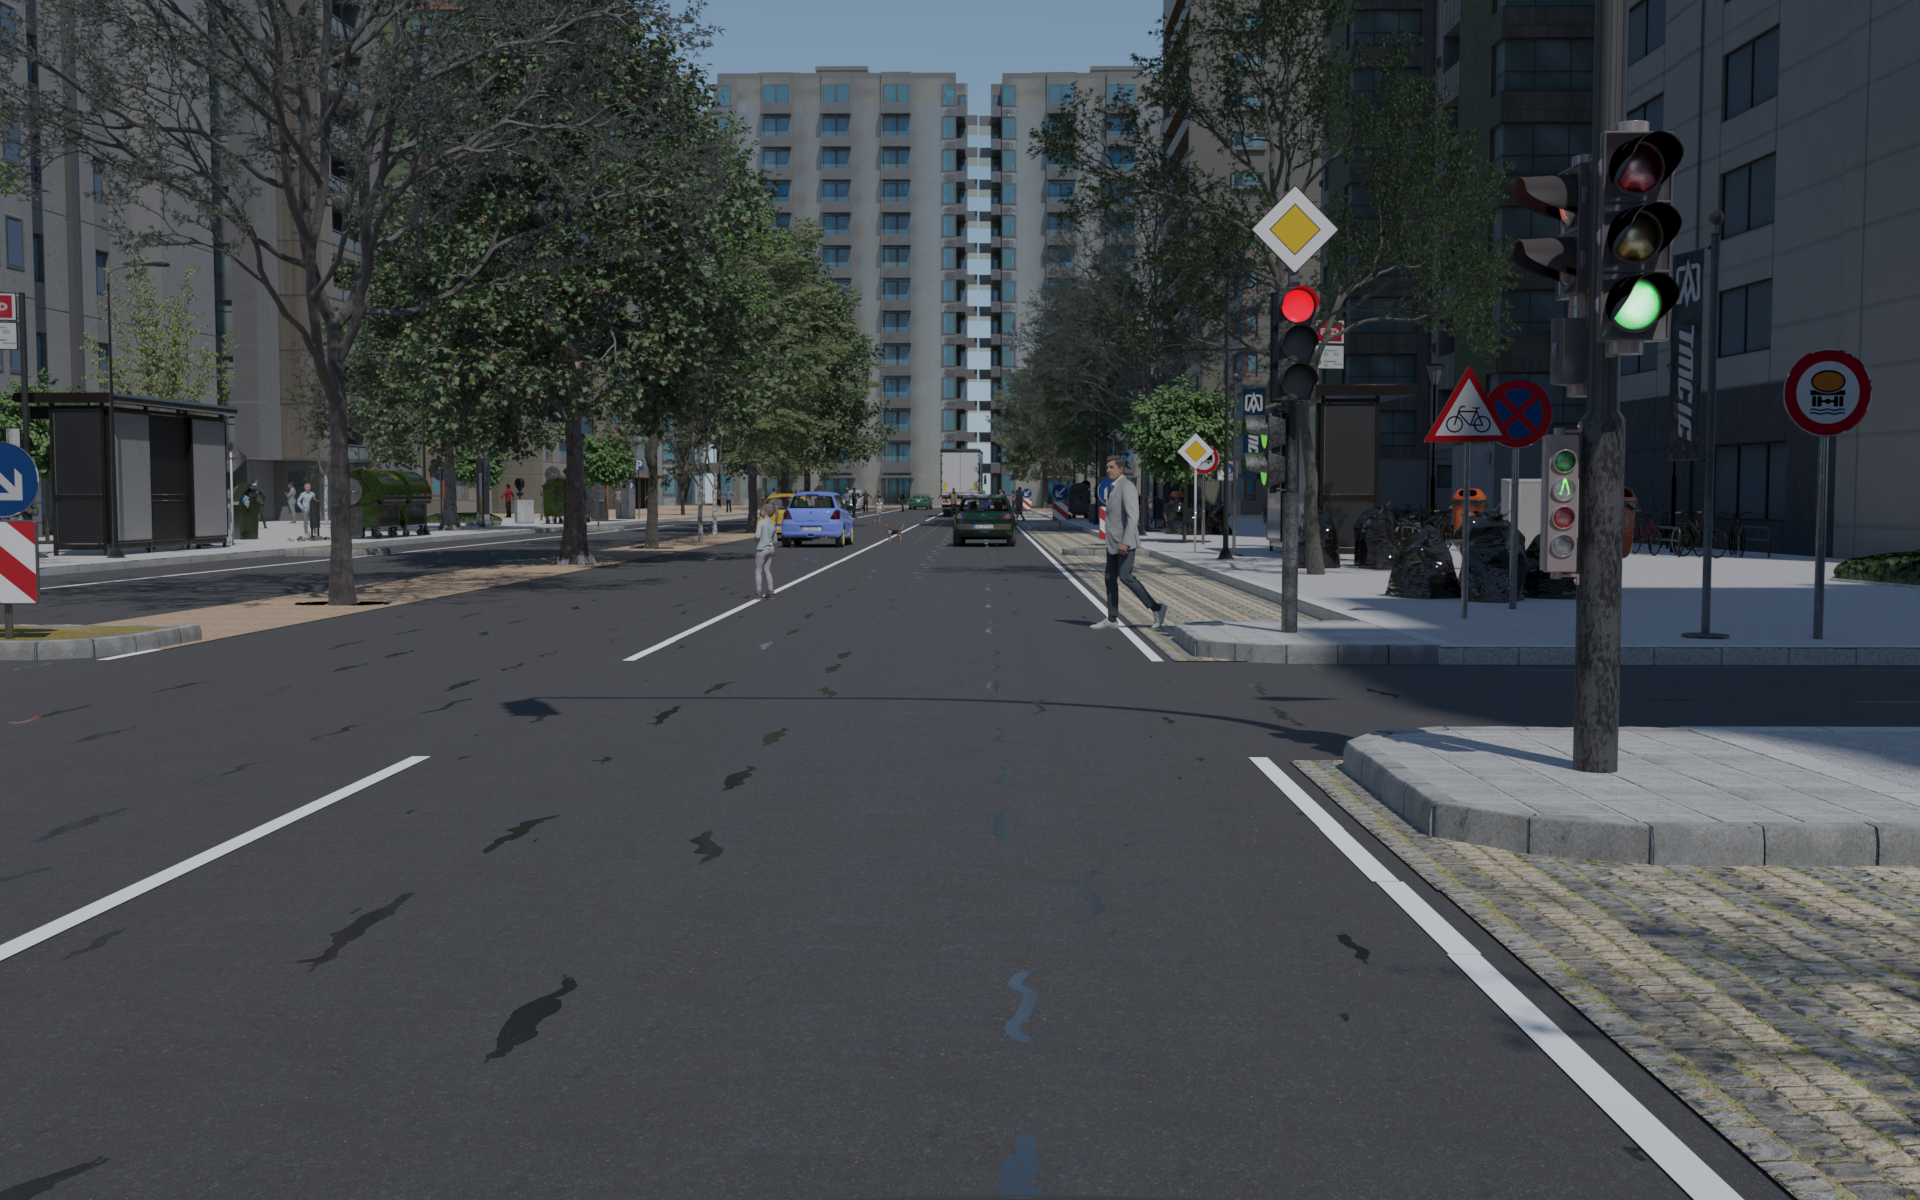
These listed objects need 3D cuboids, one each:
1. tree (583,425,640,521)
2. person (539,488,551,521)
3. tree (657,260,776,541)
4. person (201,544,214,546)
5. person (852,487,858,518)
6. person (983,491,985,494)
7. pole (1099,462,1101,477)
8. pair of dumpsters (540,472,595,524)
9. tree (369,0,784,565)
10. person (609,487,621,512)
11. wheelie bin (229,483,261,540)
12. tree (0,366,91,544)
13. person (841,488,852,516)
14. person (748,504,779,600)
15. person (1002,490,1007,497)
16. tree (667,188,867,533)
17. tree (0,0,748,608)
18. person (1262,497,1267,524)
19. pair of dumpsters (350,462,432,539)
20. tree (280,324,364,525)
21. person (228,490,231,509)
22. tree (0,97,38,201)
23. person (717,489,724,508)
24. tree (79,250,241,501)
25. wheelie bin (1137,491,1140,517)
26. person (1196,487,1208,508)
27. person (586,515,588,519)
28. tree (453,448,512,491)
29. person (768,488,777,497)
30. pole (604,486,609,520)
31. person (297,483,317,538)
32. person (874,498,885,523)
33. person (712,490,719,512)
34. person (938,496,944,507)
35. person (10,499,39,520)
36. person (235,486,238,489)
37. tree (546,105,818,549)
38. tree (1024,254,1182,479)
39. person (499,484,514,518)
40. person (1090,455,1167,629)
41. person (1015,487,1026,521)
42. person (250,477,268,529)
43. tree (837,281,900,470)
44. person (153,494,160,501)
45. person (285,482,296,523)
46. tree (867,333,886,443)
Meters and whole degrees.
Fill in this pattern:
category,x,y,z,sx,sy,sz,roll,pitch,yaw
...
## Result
category,x,y,z,sx,sy,sz,roll,pitch,yaw
tree,-16.750,-6.004,81.876,4.285,4.588,4.351,0,3,0
person,-20.106,-4.784,84.061,0.655,1.846,0.447,0,4,2
tree,-7.814,-6.069,52.046,4.360,8.622,3.978,0,3,0
person,-18.596,-2.232,42.722,0.473,1.802,0.592,-2,4,-29
person,-6.180,-5.704,101.787,0.705,1.821,1.348,-1,4,-11
person,2.253,-9.028,156.633,0.721,1.766,1.217,-3,5,-40
pole,7.156,-5.764,88.081,0.158,3.312,0.155,0,3,0
pair of dumpsters,-17.118,-4.475,75.658,1.574,2.255,4.437,0,4,1
tree,-7.792,-7.056,34.838,9.611,12.733,9.660,0,3,0
person,-24.681,-7.278,125.042,1.348,1.824,0.705,1,4,11
wheelie bin,-20.209,-2.513,48.988,0.980,1.594,0.693,3,5,43
tree,-23.596,-3.727,44.645,4.285,4.588,4.351,0,3,0
person,-6.725,-5.793,103.291,1.350,1.814,0.705,2,4,28
person,-2.667,-0.651,23.428,0.394,1.301,0.425,1,4,19
person,3.515,-8.189,143.184,0.721,1.735,1.217,3,5,45
tree,-7.664,-8.720,63.150,7.486,12.596,7.792,0,3,0
tree,-7.906,-6.659,21.702,12.009,13.543,11.850,0,3,0
person,13.381,-3.855,74.578,1.012,1.151,0.738,0,4,-5
pair of dumpsters,-17.001,-2.970,51.059,1.574,2.255,4.437,0,4,1
tree,-25.926,-7.383,71.068,4.360,8.622,3.978,0,3,0
person,-32.378,-4.272,76.243,0.624,1.780,0.694,3,5,43
tree,-18.265,-6.186,26.902,9.928,11.665,9.643,0,3,0
person,-22.304,-9.384,160.189,1.217,1.735,0.721,3,4,36
tree,-23.939,-6.208,51.863,4.737,8.622,4.395,0,3,0
wheelie bin,8.687,-4.832,86.917,0.693,1.594,0.980,-1,4,-15
person,14.775,-6.141,107.164,1.217,1.735,0.721,2,4,33
person,-19.805,-5.049,88.810,1.509,1.804,0.699,3,5,40
tree,-24.101,-6.317,87.000,4.285,4.588,4.351,0,3,0
person,-12.052,-6.351,112.425,1.348,1.812,0.705,2,4,26
pole,-17.489,-5.610,85.564,0.158,3.312,0.155,0,3,0
person,-19.103,-2.624,50.752,0.589,1.601,0.330,-2,4,-26
person,-4.046,-4.492,86.963,0.505,1.210,0.382,-2,4,-23
person,-17.875,-7.359,126.371,0.705,1.822,1.348,1,4,10
person,-1.547,-9.587,165.213,1.348,1.831,0.705,2,4,25
person,-13.018,-0.935,23.977,0.537,1.800,0.526,-3,5,-41
person,-28.237,-3.665,67.779,0.330,1.601,0.589,-2,4,-33
tree,-7.935,-7.126,44.725,9.928,11.665,9.643,0,3,0
tree,6.857,-10.011,81.801,7.486,12.596,7.792,0,3,0
person,-24.388,-5.346,93.386,0.705,1.831,1.348,1,4,20
person,1.782,-0.612,18.354,0.795,1.843,0.661,-1,4,-10
person,3.069,-4.999,90.338,0.767,1.812,0.694,0,4,-8
person,-26.116,-3.607,64.379,0.648,1.900,0.474,-1,4,-16
tree,-7.450,-9.430,73.647,9.611,12.733,9.660,0,3,0
person,-20.419,-2.263,43.396,0.716,1.782,0.532,-2,4,-27
person,-29.394,-4.270,76.041,0.466,1.800,0.511,-2,4,-27
tree,-7.450,-9.960,83.427,7.486,12.596,7.792,0,3,0
